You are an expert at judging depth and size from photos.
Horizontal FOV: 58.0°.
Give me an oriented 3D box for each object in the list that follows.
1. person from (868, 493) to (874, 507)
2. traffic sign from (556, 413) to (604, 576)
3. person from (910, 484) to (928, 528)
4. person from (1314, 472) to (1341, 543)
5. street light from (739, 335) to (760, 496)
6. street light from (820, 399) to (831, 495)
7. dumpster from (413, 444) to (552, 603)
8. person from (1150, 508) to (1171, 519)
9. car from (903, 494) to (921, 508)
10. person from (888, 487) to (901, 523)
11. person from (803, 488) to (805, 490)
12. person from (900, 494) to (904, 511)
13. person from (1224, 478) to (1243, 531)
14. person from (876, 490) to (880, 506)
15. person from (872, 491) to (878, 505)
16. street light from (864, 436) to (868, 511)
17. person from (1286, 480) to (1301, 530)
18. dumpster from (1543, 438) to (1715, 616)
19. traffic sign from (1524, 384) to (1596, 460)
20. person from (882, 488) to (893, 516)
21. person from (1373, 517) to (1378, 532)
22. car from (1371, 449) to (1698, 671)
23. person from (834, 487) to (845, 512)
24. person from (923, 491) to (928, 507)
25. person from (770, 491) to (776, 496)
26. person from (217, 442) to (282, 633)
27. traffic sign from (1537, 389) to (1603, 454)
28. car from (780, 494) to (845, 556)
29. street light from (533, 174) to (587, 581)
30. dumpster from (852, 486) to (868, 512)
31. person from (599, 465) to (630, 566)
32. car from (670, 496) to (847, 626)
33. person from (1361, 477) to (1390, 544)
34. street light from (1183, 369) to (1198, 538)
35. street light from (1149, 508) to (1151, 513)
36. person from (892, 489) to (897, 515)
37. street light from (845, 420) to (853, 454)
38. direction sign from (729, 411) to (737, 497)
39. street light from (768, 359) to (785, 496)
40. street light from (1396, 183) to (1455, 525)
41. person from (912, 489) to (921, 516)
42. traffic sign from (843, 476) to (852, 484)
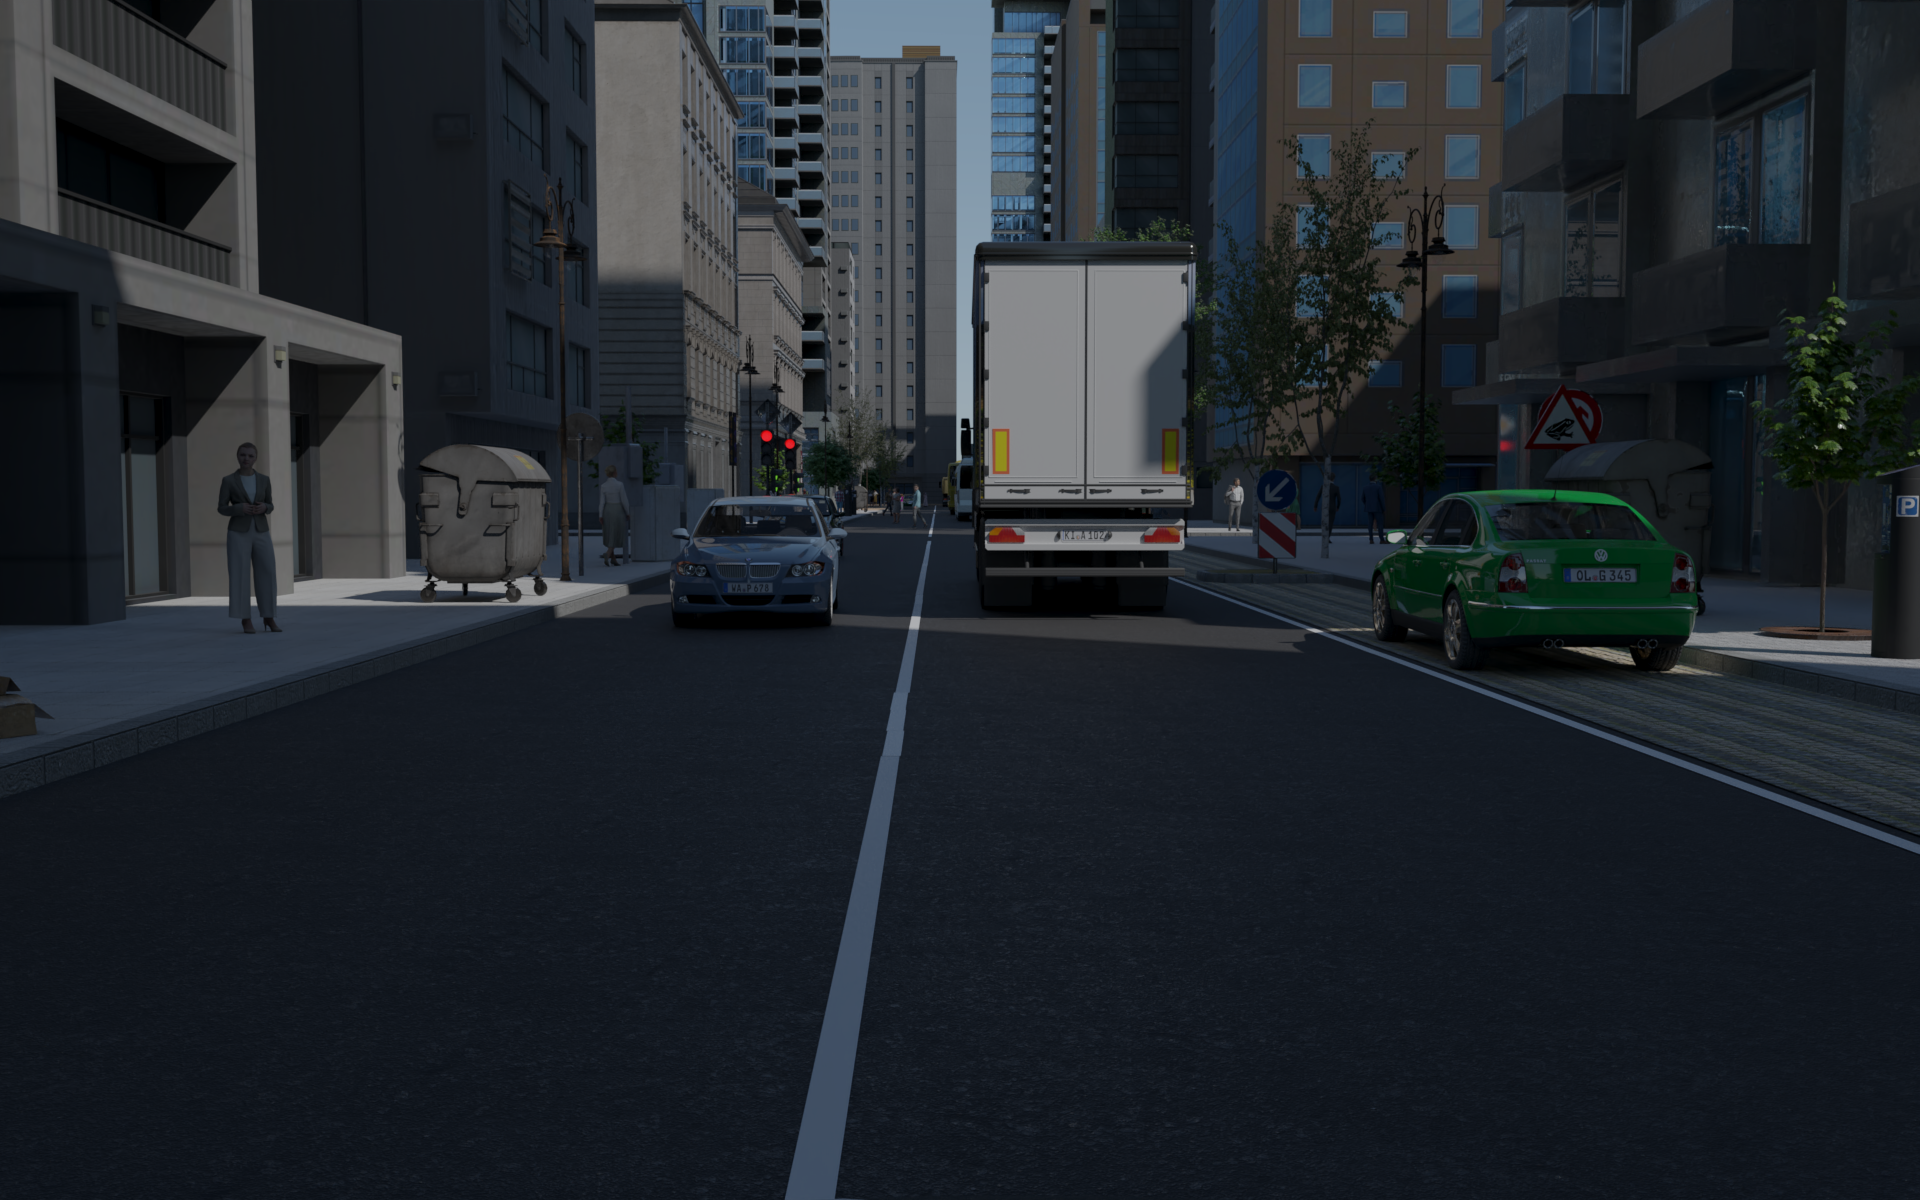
[{"bbox_3d":[-8.861,-9.968,172.213,0.799,1.438,0.628,2,4,26],"label":"person"},{"bbox_3d":[-5.942,-1.651,27.099,0.768,2.556,0.104,0,4,6],"label":"traffic sign"},{"bbox_3d":[-1.744,-3.920,72.451,0.748,1.841,0.638,1,4,10],"label":"person"},{"bbox_3d":[9.642,-2.411,45.238,0.659,1.850,0.755,2,4,26],"label":"person"},{"bbox_3d":[-6.087,-4.743,50.339,0.468,5.910,1.993,0,4,-1],"label":"street light"},{"bbox_3d":[-6.517,-6.802,84.007,0.468,5.910,1.993,0,4,-1],"label":"street light"},{"bbox_3d":[-5.787,-0.936,21.069,1.264,1.857,1.865,0,4,-1],"label":"dumpster"},{"bbox_3d":[7.726,-3.464,68.179,1.012,1.151,0.738,1,4,18],"label":"person"},{"bbox_3d":[-5.027,-9.953,174.534,2.131,1.459,4.920,0,4,0],"label":"car"},{"bbox_3d":[-3.202,-4.628,84.525,0.532,1.782,0.716,-2,4,-27],"label":"person"},{"bbox_3d":[-11.947,-7.746,133.447,0.760,1.731,0.466,2,4,29],"label":"person"},{"bbox_3d":[-5.084,-8.438,149.687,0.599,1.433,0.991,2,4,24],"label":"person"},{"bbox_3d":[9.442,-3.278,59.732,0.679,1.850,0.850,0,4,-7],"label":"person"},{"bbox_3d":[-8.680,-10.935,185.551,0.721,1.735,1.217,-2,4,-25],"label":"person"},{"bbox_3d":[-9.967,-12.003,203.018,1.217,1.736,0.721,1,4,15],"label":"person"},{"bbox_3d":[-7.169,-9.820,133.347,0.468,5.910,1.993,0,4,-1],"label":"street light"},{"bbox_3d":[11.951,-3.408,62.007,0.529,1.795,0.600,2,4,26],"label":"person"},{"bbox_3d":[7.301,-0.806,18.931,1.264,1.857,1.865,0,4,-1],"label":"dumpster"},{"bbox_3d":[7.133,-1.260,20.611,0.884,2.594,0.081,0,4,1],"label":"traffic sign"},{"bbox_3d":[-4.689,-6.417,113.324,0.836,1.842,0.656,1,4,8],"label":"person"},{"bbox_3d":[14.240,-2.959,59.093,0.373,1.253,0.362,2,4,28],"label":"person"},{"bbox_3d":[4.902,-0.402,15.369,1.959,1.807,4.718,0,4,1],"label":"car"},{"bbox_3d":[-6.705,-5.462,96.190,0.563,1.720,0.643,1,4,12],"label":"person"},{"bbox_3d":[-3.862,-11.185,192.048,0.621,1.740,0.551,-1,4,-15],"label":"person"},{"bbox_3d":[-8.949,-4.713,83.780,0.731,1.740,0.598,1,4,11],"label":"person"},{"bbox_3d":[-6.540,-0.573,15.957,0.519,1.759,0.362,-3,4,-37],"label":"person"},{"bbox_3d":[7.377,-1.280,21.028,0.768,2.556,0.104,0,4,6],"label":"traffic sign"},{"bbox_3d":[-3.545,-1.777,38.835,2.009,1.686,4.222,0,4,-1],"label":"car"},{"bbox_3d":[-5.833,-3.220,25.437,0.468,5.910,1.993,0,4,-1],"label":"street light"},{"bbox_3d":[-7.169,-7.119,122.148,1.264,1.857,1.865,0,4,-1],"label":"dumpster"},{"bbox_3d":[-6.163,-1.492,30.661,0.478,1.798,0.641,2,4,24],"label":"person"},{"bbox_3d":[-2.323,-0.510,20.346,2.014,1.417,4.499,0,4,-3],"label":"car"},{"bbox_3d":[10.662,-2.341,44.498,0.721,1.800,0.419,2,4,33],"label":"person"},{"bbox_3d":[6.626,-4.767,50.727,0.468,5.910,1.993,0,4,-1],"label":"street light"},{"bbox_3d":[6.536,-5.320,59.765,0.468,5.910,1.993,0,4,-1],"label":"street light"},{"bbox_3d":[-4.238,-6.547,115.894,0.716,1.782,0.532,3,5,40],"label":"person"},{"bbox_3d":[-6.923,-8.321,108.832,0.468,5.910,1.993,0,4,-1],"label":"street light"},{"bbox_3d":[-6.268,-3.415,47.824,0.379,3.537,0.876,0,4,4],"label":"direction sign"},{"bbox_3d":[-6.277,-5.303,59.492,0.468,5.910,1.993,0,4,-1],"label":"street light"},{"bbox_3d":[6.994,-3.266,26.182,0.468,5.910,1.993,0,4,-1],"label":"street light"},{"bbox_3d":[-2.874,-6.529,115.274,0.654,1.822,0.581,-1,4,-10],"label":"person"},{"bbox_3d":[-7.030,-6.522,106.740,0.768,2.556,0.104,0,4,0],"label":"traffic sign"}]
